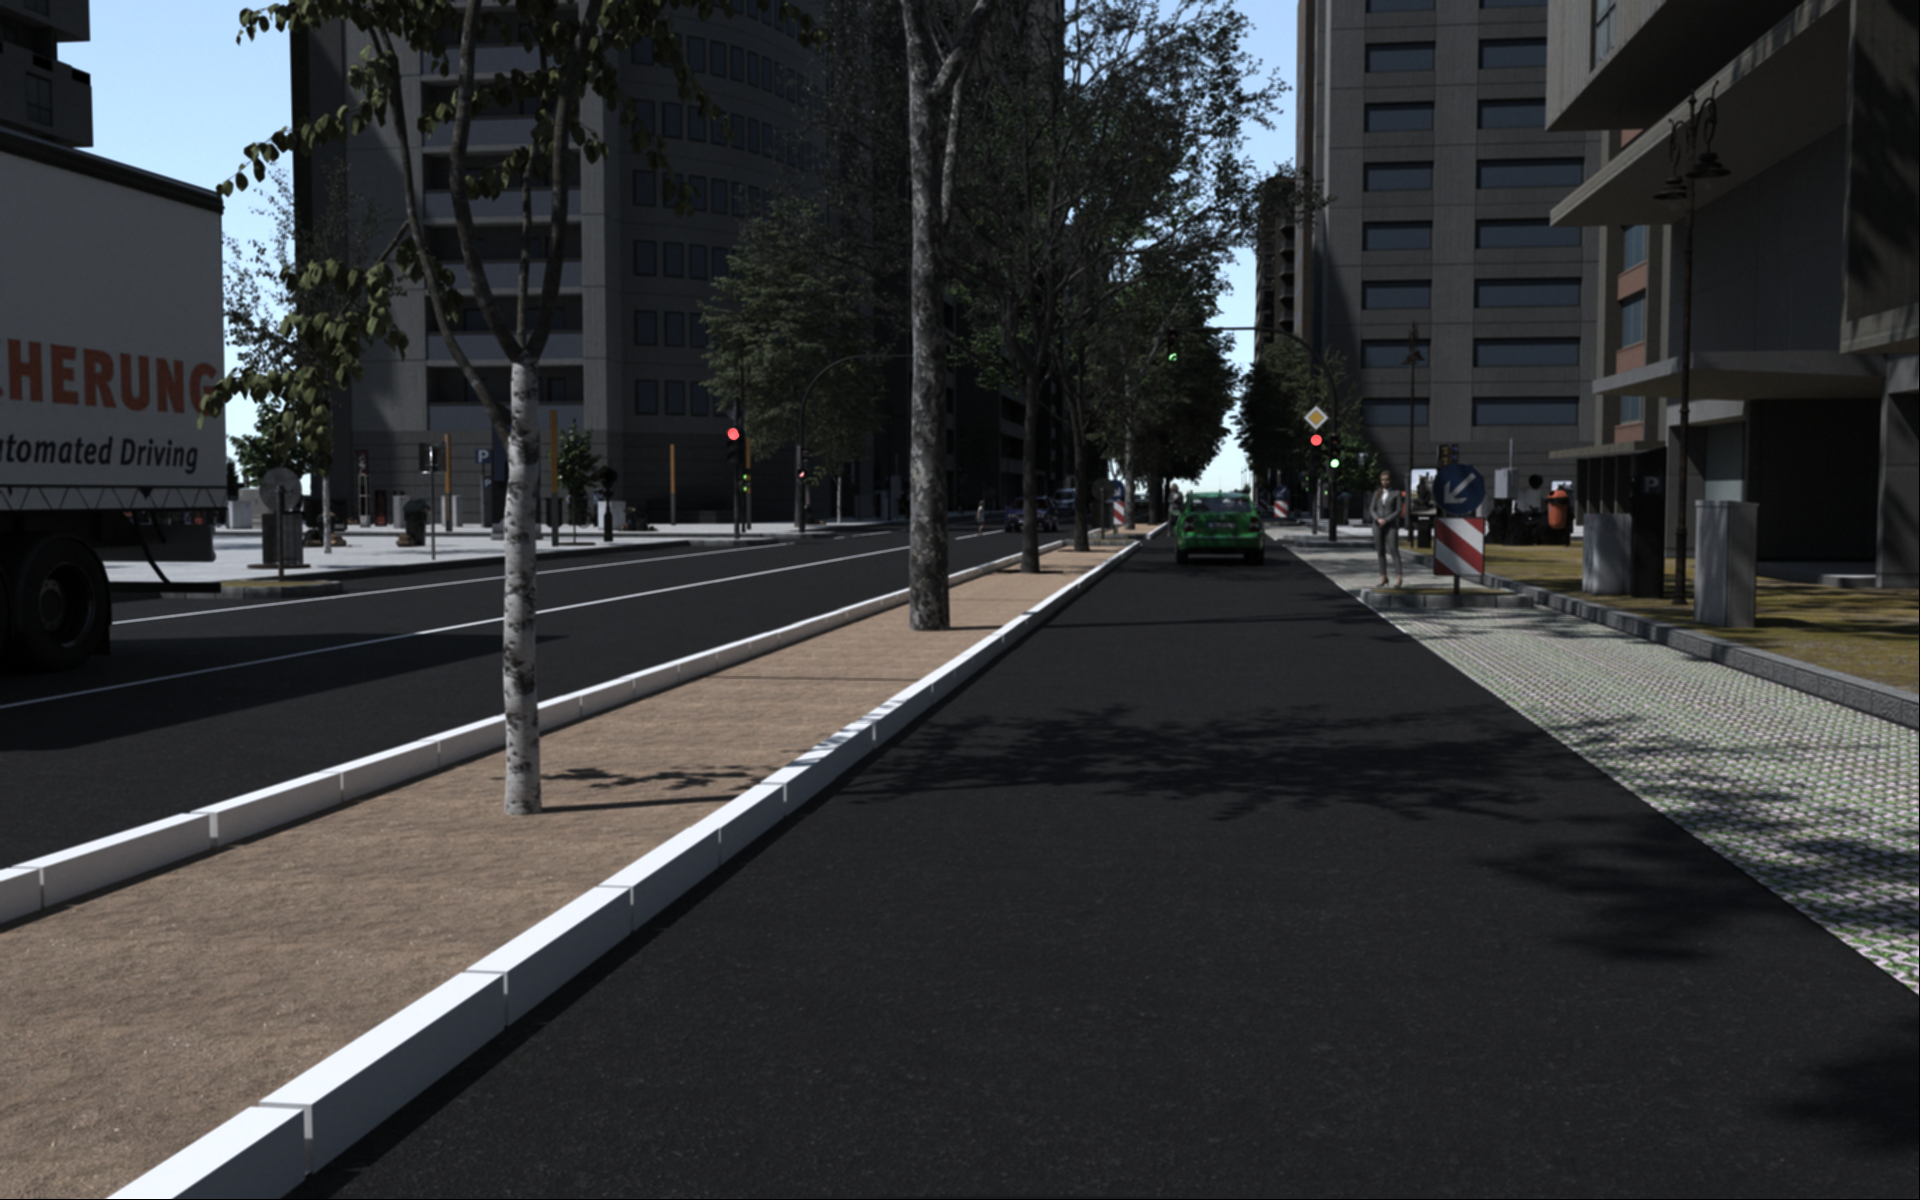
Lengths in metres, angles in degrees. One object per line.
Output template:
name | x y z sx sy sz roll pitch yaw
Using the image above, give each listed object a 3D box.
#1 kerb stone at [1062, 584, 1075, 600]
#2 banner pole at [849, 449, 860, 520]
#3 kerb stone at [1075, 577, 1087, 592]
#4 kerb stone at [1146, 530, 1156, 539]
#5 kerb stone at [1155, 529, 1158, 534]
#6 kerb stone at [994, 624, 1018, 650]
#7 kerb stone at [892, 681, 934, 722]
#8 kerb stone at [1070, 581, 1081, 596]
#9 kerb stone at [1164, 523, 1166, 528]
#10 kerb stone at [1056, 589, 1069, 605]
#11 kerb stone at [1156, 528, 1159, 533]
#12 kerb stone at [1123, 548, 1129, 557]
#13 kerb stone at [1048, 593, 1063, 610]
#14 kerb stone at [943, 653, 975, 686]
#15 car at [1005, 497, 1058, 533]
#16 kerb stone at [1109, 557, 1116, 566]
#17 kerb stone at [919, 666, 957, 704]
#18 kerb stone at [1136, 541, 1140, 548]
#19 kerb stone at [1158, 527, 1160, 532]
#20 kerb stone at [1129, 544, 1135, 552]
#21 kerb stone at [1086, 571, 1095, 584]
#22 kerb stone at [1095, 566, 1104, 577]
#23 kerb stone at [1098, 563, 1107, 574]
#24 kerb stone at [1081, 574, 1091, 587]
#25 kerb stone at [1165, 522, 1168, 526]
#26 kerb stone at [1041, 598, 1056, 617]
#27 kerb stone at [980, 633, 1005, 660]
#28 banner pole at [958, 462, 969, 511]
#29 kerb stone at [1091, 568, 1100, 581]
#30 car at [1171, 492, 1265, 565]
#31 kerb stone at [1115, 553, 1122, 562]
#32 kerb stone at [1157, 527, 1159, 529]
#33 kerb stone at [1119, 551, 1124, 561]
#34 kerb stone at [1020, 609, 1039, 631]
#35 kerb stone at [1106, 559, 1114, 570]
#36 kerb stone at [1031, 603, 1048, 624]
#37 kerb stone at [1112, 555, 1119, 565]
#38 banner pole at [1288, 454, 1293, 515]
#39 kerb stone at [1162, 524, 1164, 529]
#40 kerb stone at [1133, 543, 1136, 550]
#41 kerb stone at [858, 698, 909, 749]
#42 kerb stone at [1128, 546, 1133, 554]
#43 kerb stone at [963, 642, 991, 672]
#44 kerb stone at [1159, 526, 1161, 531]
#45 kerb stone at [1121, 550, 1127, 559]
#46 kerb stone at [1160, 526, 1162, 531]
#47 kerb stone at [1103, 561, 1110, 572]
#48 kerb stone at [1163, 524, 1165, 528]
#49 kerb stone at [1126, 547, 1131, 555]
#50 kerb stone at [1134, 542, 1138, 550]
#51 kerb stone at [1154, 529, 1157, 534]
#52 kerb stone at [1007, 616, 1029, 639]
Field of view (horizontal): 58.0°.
kerb stone | 1.423 -0.074 23.412 0.120 0.150 1.000 1 4 8
banner pole | -5.086 -5.769 84.348 0.863 3.779 0.401 -3 5 -40
kerb stone | 1.732 -0.196 25.436 0.120 0.150 1.000 1 4 8
kerb stone | 6.326 -2.151 57.411 0.120 0.150 1.000 1 4 8
kerb stone | 6.623 -2.278 59.445 0.120 0.150 1.000 1 4 8
kerb stone | 0.411 0.360 16.312 0.120 0.150 1.000 1 4 8
kerb stone | -0.322 0.669 11.249 0.120 0.150 1.000 1 4 8
kerb stone | 1.572 -0.136 24.423 0.120 0.150 1.000 1 4 8
kerb stone | 8.237 -2.961 70.607 0.120 0.150 1.000 1 4 8
kerb stone | 1.280 -0.010 22.391 0.120 0.150 1.000 1 4 8
kerb stone | 6.775 -2.340 60.456 0.120 0.150 1.000 1 4 8
kerb stone | 3.624 -1.006 38.647 0.120 0.150 1.000 1 4 8
kerb stone | 1.134 0.051 21.379 0.120 0.150 1.000 1 4 8
kerb stone | -0.028 0.550 13.273 0.120 0.150 1.000 1 4 8
car | 2.723 -3.254 65.789 1.945 1.354 3.894 1 4 9
kerb stone | 2.892 -0.694 33.565 0.120 0.150 1.000 1 4 8
kerb stone | -0.173 0.609 12.261 0.120 0.150 1.000 1 4 8
kerb stone | 4.510 -1.379 44.741 0.120 0.150 1.000 1 4 8
kerb stone | 7.059 -2.464 62.483 0.120 0.150 1.000 1 4 8
kerb stone | 4.067 -1.192 41.691 0.120 0.150 1.000 1 4 8
kerb stone | 2.013 -0.321 27.468 0.120 0.150 1.000 1 4 8
kerb stone | 2.311 -0.439 29.496 0.120 0.150 1.000 1 4 8
kerb stone | 2.457 -0.506 30.520 0.120 0.150 1.000 1 4 8
kerb stone | 1.868 -0.259 26.454 0.120 0.150 1.000 1 4 8
kerb stone | 8.532 -3.085 72.629 0.120 0.150 1.000 1 4 8
kerb stone | 0.994 0.112 20.362 0.120 0.150 1.000 1 4 8
kerb stone | 0.257 0.427 15.302 0.120 0.150 1.000 1 4 8
banner pole | 0.247 -8.700 132.268 0.863 3.779 0.401 1 4 17
kerb stone | 2.164 -0.380 28.482 0.120 0.150 1.000 1 4 8
car | 5.449 -1.703 36.644 1.959 1.807 4.718 0 4 6
kerb stone | 3.184 -0.819 35.592 0.120 0.150 1.000 1 4 8
kerb stone | 6.916 -2.401 61.469 0.120 0.150 1.000 1 4 8
kerb stone | 3.327 -0.882 36.610 0.120 0.150 1.000 1 4 8
kerb stone | 0.699 0.236 18.337 0.120 0.150 1.000 1 4 8
kerb stone | 2.750 -0.627 32.549 0.120 0.150 1.000 1 4 8
kerb stone | 0.852 0.174 19.349 0.120 0.150 1.000 1 4 8
kerb stone | 3.036 -0.755 34.578 0.120 0.150 1.000 1 4 8
banner pole | 20.676 -7.257 108.672 0.401 3.779 0.863 0 4 -4
kerb stone | 7.791 -2.773 67.554 0.120 0.150 1.000 1 4 8
kerb stone | 4.209 -1.255 42.713 0.120 0.150 1.000 1 4 8
kerb stone | -0.463 0.731 10.237 0.120 0.150 1.000 1 4 8
kerb stone | 3.918 -1.130 40.674 0.120 0.150 1.000 1 4 8
kerb stone | 0.116 0.487 14.285 0.120 0.150 1.000 1 4 8
kerb stone | 7.204 -2.526 63.494 0.120 0.150 1.000 1 4 8
kerb stone | 3.490 -0.944 37.629 0.120 0.150 1.000 1 4 8
kerb stone | 7.358 -2.588 64.511 0.120 0.150 1.000 1 4 8
kerb stone | 2.600 -0.571 31.537 0.120 0.150 1.000 1 4 8
kerb stone | 7.949 -2.836 68.567 0.120 0.150 1.000 1 4 8
kerb stone | 3.773 -1.068 39.658 0.120 0.150 1.000 1 4 8
kerb stone | 4.359 -1.317 43.730 0.120 0.150 1.000 1 4 8
kerb stone | 6.477 -2.216 58.429 0.120 0.150 1.000 1 4 8
kerb stone | 0.550 0.298 17.325 0.120 0.150 1.000 1 4 8
